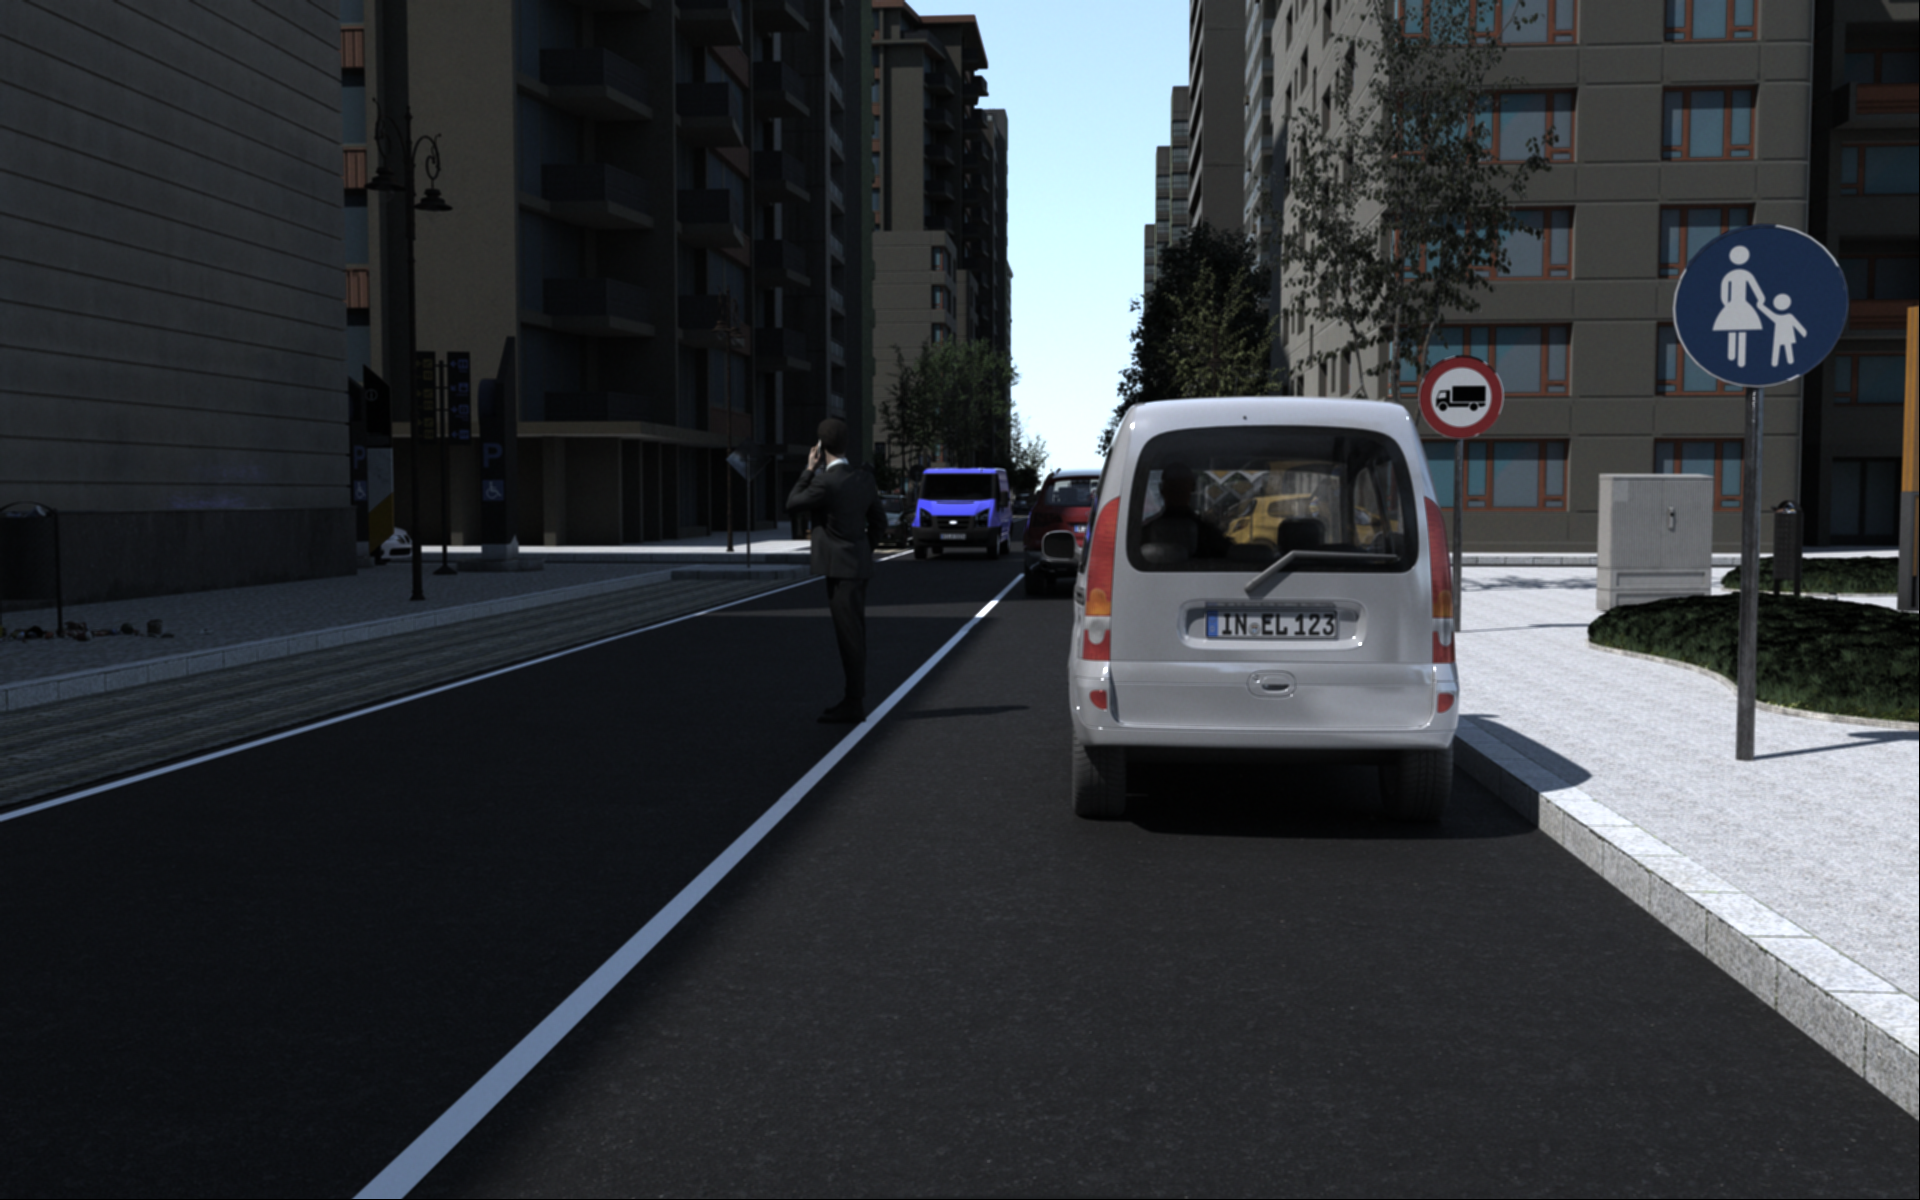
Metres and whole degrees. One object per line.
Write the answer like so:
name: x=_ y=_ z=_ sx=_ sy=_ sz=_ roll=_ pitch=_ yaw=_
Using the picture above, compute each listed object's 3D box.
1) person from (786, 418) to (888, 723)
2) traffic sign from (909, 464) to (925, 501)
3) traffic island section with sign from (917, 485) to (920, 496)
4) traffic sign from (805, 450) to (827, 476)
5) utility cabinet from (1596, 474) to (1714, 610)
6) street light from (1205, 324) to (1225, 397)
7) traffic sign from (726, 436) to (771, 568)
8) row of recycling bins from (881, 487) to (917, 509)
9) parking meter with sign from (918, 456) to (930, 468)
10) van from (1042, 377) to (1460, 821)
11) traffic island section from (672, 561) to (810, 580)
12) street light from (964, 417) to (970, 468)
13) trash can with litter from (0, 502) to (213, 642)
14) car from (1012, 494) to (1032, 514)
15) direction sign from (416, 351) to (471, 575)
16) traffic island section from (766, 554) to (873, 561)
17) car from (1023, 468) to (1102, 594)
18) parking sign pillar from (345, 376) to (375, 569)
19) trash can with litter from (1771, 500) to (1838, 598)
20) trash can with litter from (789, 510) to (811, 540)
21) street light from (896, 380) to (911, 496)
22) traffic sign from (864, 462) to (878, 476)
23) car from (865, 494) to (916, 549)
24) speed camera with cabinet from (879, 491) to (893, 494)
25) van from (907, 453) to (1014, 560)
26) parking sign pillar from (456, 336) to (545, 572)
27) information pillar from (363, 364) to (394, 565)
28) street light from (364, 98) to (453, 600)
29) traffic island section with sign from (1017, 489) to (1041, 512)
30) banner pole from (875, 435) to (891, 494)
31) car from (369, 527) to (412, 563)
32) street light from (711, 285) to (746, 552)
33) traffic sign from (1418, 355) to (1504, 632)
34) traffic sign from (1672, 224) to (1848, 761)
person: x=-0.784 y=-0.187 z=10.922 sx=0.474 sy=1.900 sz=0.648 roll=2 pitch=4 yaw=24
traffic sign: x=-1.809 y=-4.503 z=73.728 sx=0.768 sy=2.556 sz=0.104 roll=1 pitch=4 yaw=9
traffic island section with sign: x=-1.161 y=-3.157 z=60.248 sx=1.989 sy=1.847 sz=2.006 roll=0 pitch=4 yaw=5
traffic sign: x=-3.005 y=-2.104 z=38.044 sx=0.795 sy=2.450 sz=0.064 roll=0 pitch=4 yaw=5
utility cabinet: x=7.568 y=-0.622 z=18.850 sx=1.173 sy=1.500 sz=0.318 roll=-1 pitch=4 yaw=-8
street light: x=6.926 y=-4.550 z=47.172 sx=0.468 sy=5.910 sz=1.993 roll=0 pitch=4 yaw=5
traffic sign: x=-3.676 y=-1.617 z=30.087 sx=0.795 sy=2.450 sz=0.064 roll=0 pitch=4 yaw=5
row of recycling bins: x=-4.210 y=-6.120 z=107.167 sx=3.534 sy=1.692 sz=1.069 roll=1 pitch=4 yaw=15
parking meter with sign: x=-1.524 y=-4.974 z=77.592 sx=0.543 sy=3.016 sz=1.738 roll=0 pitch=4 yaw=-6
van: x=1.418 y=-0.122 z=9.015 sx=2.013 sy=2.044 sz=4.112 roll=0 pitch=4 yaw=4
traffic island section: x=-3.700 y=-0.481 z=30.151 sx=2.009 sy=0.180 sz=2.903 roll=0 pitch=4 yaw=5
street light: x=0.385 y=-7.915 z=102.196 sx=0.468 sy=5.910 sz=1.993 roll=0 pitch=4 yaw=5
trash can with litter: x=-7.914 y=-0.268 z=15.437 sx=2.233 sy=1.210 sz=1.678 roll=-1 pitch=4 yaw=-12
car: x=4.841 y=-7.132 z=128.612 sx=2.014 sy=1.417 sz=4.499 roll=0 pitch=4 yaw=3
direction sign: x=-8.236 y=-2.177 z=27.597 sx=0.876 sy=3.537 sz=0.379 roll=-1 pitch=4 yaw=-11
traffic island section: x=-3.029 y=-0.968 z=38.108 sx=2.009 sy=0.180 sz=2.903 roll=0 pitch=4 yaw=5
car: x=2.091 y=-1.069 z=26.157 sx=2.281 sy=1.827 sz=5.304 roll=0 pitch=4 yaw=6
parking sign pillar: x=-10.973 y=-2.546 z=30.107 sx=1.447 sy=3.967 sz=1.447 roll=1 pitch=4 yaw=19
trash can with litter: x=9.263 y=-0.518 z=19.522 sx=1.678 sy=1.210 sz=2.233 roll=0 pitch=4 yaw=2
trash can with litter: x=-4.244 y=-2.254 z=48.236 sx=1.055 sy=1.170 sz=0.624 roll=2 pitch=4 yaw=34
street light: x=-2.295 y=-5.963 z=70.289 sx=0.468 sy=5.910 sz=1.993 roll=0 pitch=4 yaw=5
traffic sign: x=-3.316 y=-3.698 z=61.646 sx=0.795 sy=2.450 sz=0.064 roll=1 pitch=4 yaw=10
car: x=-2.136 y=-2.237 z=46.361 sx=2.009 sy=1.686 sz=4.222 roll=0 pitch=4 yaw=6
speed camera with cabinet: x=-4.685 y=-7.106 z=110.525 sx=0.660 sy=3.252 sz=2.038 roll=2 pitch=4 yaw=32
van: x=0.101 y=-2.163 z=39.747 sx=2.240 sy=2.365 sz=5.245 roll=0 pitch=4 yaw=6
parking sign pillar: x=-7.737 y=-2.482 z=29.056 sx=1.447 sy=3.967 sz=1.447 roll=0 pitch=4 yaw=-6
information pillar: x=-10.481 y=-2.437 z=31.199 sx=0.504 sy=3.616 sz=0.183 roll=0 pitch=4 yaw=-3
street light: x=-6.563 y=-2.935 z=20.779 sx=0.468 sy=5.910 sz=1.993 roll=0 pitch=4 yaw=5
traffic island section with sign: x=5.330 y=-7.861 z=137.156 sx=1.989 sy=1.847 sz=2.006 roll=0 pitch=4 yaw=5
banner pole: x=-3.219 y=-5.095 z=73.325 sx=0.863 sy=3.779 sz=0.401 roll=0 pitch=4 yaw=5
car: x=-13.362 y=-1.355 z=34.513 sx=4.827 sy=1.381 sz=2.083 roll=0 pitch=4 yaw=5
street light: x=-5.116 y=-4.013 z=38.393 sx=0.468 sy=5.910 sz=1.993 roll=0 pitch=4 yaw=5
traffic sign: x=4.609 y=-0.973 z=16.015 sx=0.768 sy=2.556 sz=0.104 roll=0 pitch=4 yaw=5
traffic sign: x=3.790 y=-0.500 z=8.286 sx=0.768 sy=2.556 sz=0.104 roll=1 pitch=4 yaw=14
